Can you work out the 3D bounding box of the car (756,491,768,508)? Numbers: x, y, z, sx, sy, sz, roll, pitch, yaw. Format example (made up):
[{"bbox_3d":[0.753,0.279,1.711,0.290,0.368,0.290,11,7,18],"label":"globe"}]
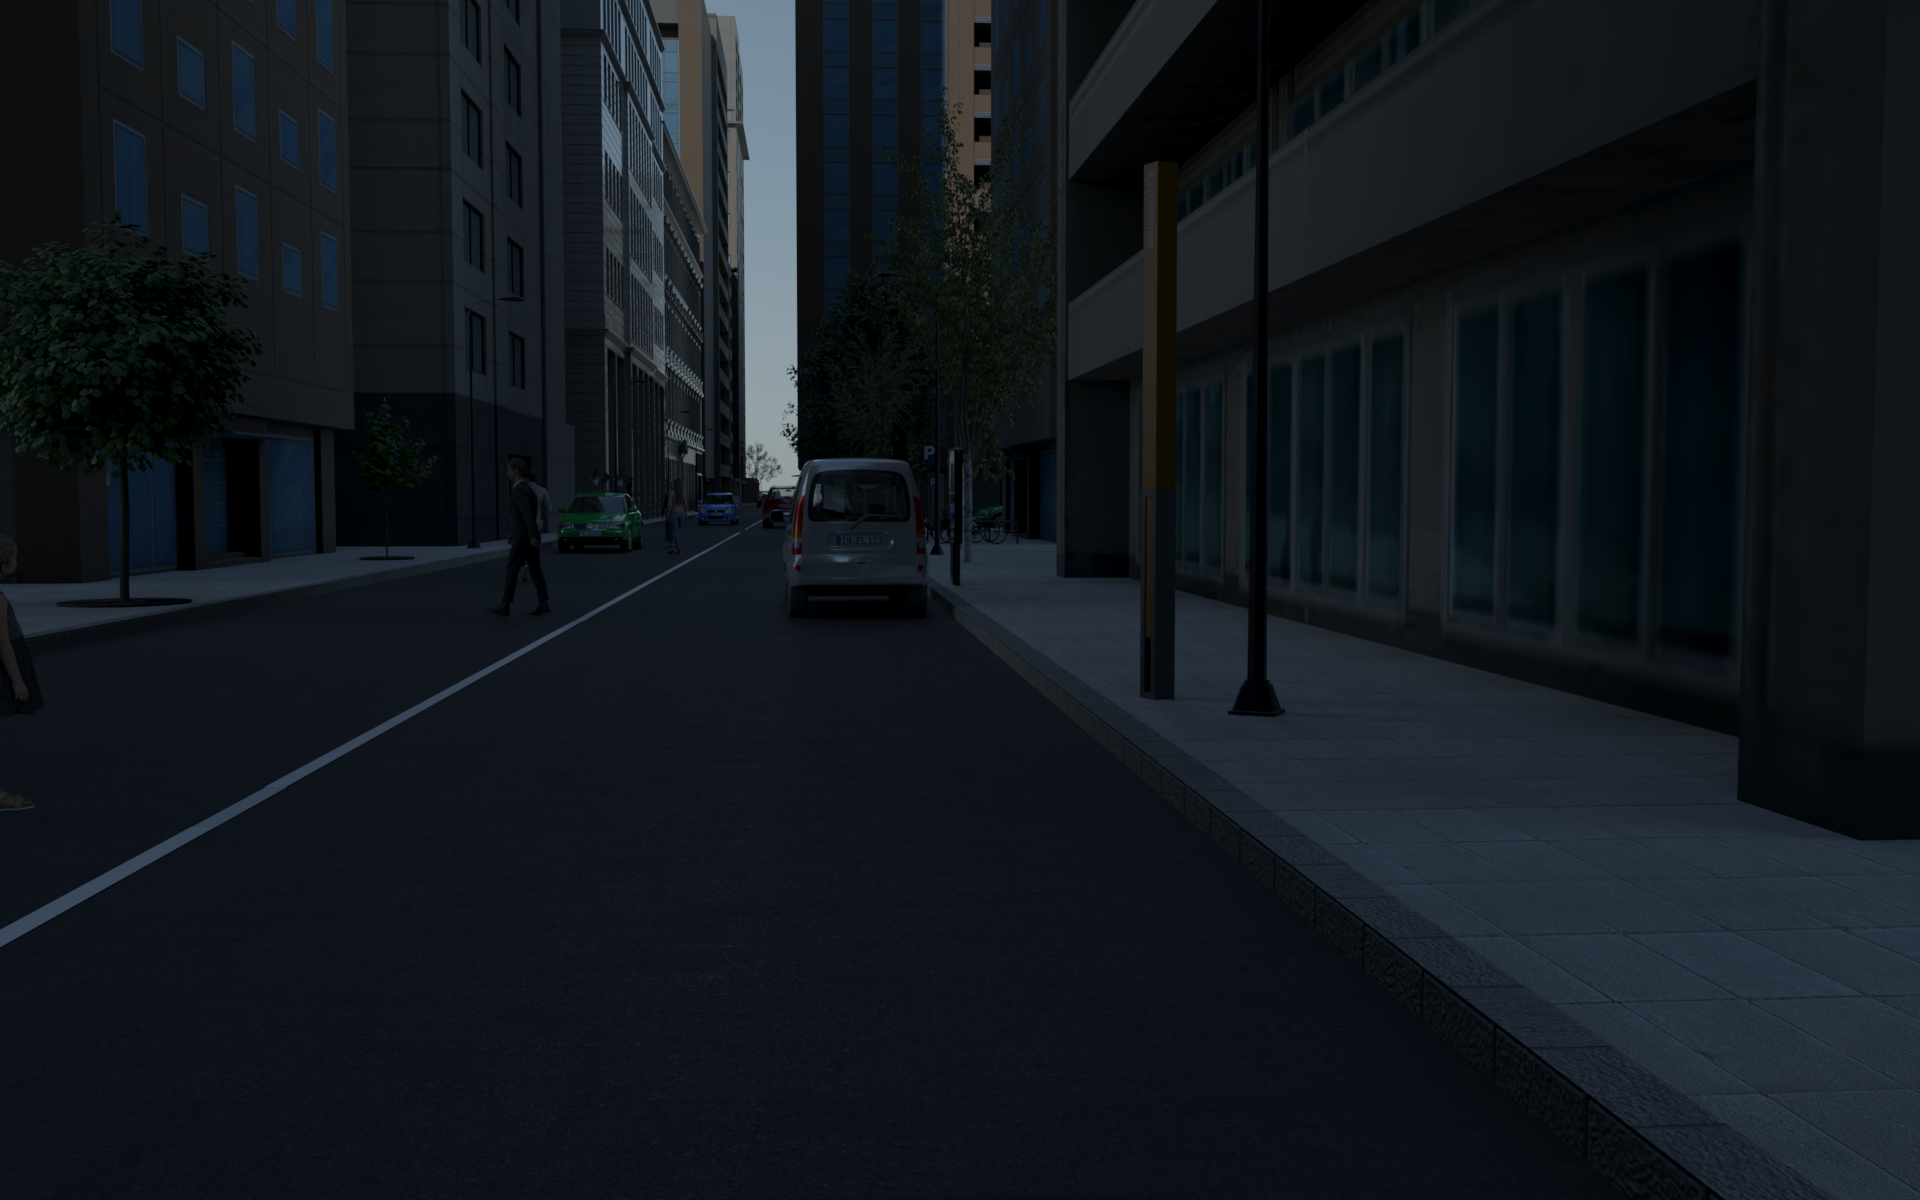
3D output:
[{"bbox_3d":[-20.690,-10.809,185.394,2.281,1.827,5.304,0,4,-4],"label":"car"}]

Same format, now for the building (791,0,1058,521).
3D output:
[{"bbox_3d":[-2.464,-27.488,99.537,14.600,45.320,14.200,0,4,-5],"label":"building"}]

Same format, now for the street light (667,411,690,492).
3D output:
[{"bbox_3d":[-15.784,-7.606,96.906,1.470,5.913,1.316,0,4,-5],"label":"street light"}]

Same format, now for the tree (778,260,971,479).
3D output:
[{"bbox_3d":[-4.112,-10.262,84.795,9.611,12.733,9.660,0,3,0],"label":"tree"}]

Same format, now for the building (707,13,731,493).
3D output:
[{"bbox_3d":[-33.724,-33.326,168.579,21.300,48.544,21.600,0,4,-5],"label":"building"}]

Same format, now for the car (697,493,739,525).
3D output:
[{"bbox_3d":[-11.274,-4.368,81.013,1.945,1.707,3.694,0,4,-3],"label":"car"}]

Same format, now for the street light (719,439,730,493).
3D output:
[{"bbox_3d":[-20.217,-10.644,146.569,1.470,5.913,1.316,0,4,-5],"label":"street light"}]

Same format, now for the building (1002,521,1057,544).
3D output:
[{"bbox_3d":[8.499,-24.436,49.636,14.600,45.320,14.200,0,4,-5],"label":"building"}]

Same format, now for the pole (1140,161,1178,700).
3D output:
[{"bbox_3d":[1.240,-1.036,10.788,0.158,3.312,0.155,0,3,0],"label":"pole"}]

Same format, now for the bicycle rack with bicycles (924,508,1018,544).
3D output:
[{"bbox_3d":[0.112,-1.914,44.670,2.925,0.926,2.852,-1,4,-21],"label":"bicycle rack with bicycles"}]

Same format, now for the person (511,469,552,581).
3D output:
[{"bbox_3d":[-7.080,-1.241,28.637,0.661,1.843,0.795,-1,4,-17],"label":"person"}]

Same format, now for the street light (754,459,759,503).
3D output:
[{"bbox_3d":[-27.370,-15.725,229.642,1.470,5.913,1.316,0,4,-5],"label":"street light"}]

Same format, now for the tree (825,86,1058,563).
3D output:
[{"bbox_3d":[0.394,-5.002,32.152,4.737,8.622,4.395,0,3,0],"label":"tree"}]

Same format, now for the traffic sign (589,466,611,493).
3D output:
[{"bbox_3d":[-12.996,-3.601,62.517,0.795,2.450,0.064,0,4,-5],"label":"traffic sign"}]

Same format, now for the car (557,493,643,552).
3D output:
[{"bbox_3d":[-9.106,-2.152,43.986,1.959,1.807,4.718,0,4,-5],"label":"car"}]

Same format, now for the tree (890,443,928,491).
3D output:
[{"bbox_3d":[-1.842,-3.936,58.955,1.663,3.219,1.824,0,3,0],"label":"tree"}]

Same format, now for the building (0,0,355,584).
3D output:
[{"bbox_3d":[-19.687,-23.206,29.533,14.600,45.320,14.200,0,4,-5],"label":"building"}]

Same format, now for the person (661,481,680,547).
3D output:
[{"bbox_3d":[-7.792,-2.324,46.912,0.576,1.772,0.534,-1,4,-19],"label":"person"}]

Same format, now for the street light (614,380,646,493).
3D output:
[{"bbox_3d":[-13.437,-5.980,70.312,1.470,5.913,1.316,0,4,-5],"label":"street light"}]

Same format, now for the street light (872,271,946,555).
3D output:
[{"bbox_3d":[-1.022,-3.903,36.351,1.470,5.913,1.316,0,4,-5],"label":"street light"}]

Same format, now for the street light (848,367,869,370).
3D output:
[{"bbox_3d":[-3.396,-5.550,63.277,1.470,5.913,1.316,0,4,-5],"label":"street light"}]

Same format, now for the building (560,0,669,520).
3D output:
[{"bbox_3d":[-20.970,-18.723,83.619,11.434,29.767,29.804,0,4,-5],"label":"building"}]

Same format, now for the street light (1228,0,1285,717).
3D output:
[{"bbox_3d":[1.196,-2.286,9.917,1.470,5.913,1.316,0,4,-5],"label":"street light"}]

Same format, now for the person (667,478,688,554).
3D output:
[{"bbox_3d":[-6.742,-2.013,41.415,0.555,1.821,0.388,-3,5,-43],"label":"person"}]

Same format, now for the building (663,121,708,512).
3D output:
[{"bbox_3d":[-27.172,-21.021,120.116,17.030,29.872,44.131,0,4,-5],"label":"building"}]

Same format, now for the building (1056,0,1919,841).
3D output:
[{"bbox_3d":[13.035,-24.011,16.284,21.300,48.544,21.600,0,4,-5],"label":"building"}]

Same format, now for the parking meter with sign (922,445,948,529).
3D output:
[{"bbox_3d":[-0.840,-4.046,62.407,0.543,3.016,1.738,1,4,16],"label":"parking meter with sign"}]

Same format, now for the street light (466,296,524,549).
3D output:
[{"bbox_3d":[-10.939,-4.172,40.748,1.470,5.913,1.316,0,4,-5],"label":"street light"}]

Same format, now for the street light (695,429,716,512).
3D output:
[{"bbox_3d":[-18.226,-9.221,123.297,1.470,5.913,1.316,0,4,-5],"label":"street light"}]

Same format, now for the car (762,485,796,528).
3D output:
[{"bbox_3d":[-7.382,-4.022,74.435,2.281,1.827,5.304,0,4,-3],"label":"car"}]

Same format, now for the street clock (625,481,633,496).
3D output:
[{"bbox_3d":[-13.680,-4.099,71.582,0.358,2.002,0.471,0,4,-1],"label":"street clock"}]

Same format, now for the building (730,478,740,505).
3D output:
[{"bbox_3d":[-40.964,-30.558,191.498,32.217,40.220,23.993,0,4,-5],"label":"building"}]

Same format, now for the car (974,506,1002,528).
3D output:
[{"bbox_3d":[2.902,-3.703,69.334,4.718,1.807,1.959,0,4,-6],"label":"car"}]

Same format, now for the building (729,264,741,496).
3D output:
[{"bbox_3d":[-34.171,-26.897,211.469,14.160,30.474,14.107,0,4,-5],"label":"building"}]

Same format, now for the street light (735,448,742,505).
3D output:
[{"bbox_3d":[-22.449,-12.259,172.979,1.470,5.913,1.316,0,4,-5],"label":"street light"}]

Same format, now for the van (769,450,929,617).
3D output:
[{"bbox_3d":[-1.370,-0.898,21.687,2.013,2.044,4.112,0,4,-7],"label":"van"}]

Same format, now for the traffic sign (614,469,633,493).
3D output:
[{"bbox_3d":[-13.687,-4.087,70.472,0.795,2.450,0.064,0,4,-5],"label":"traffic sign"}]

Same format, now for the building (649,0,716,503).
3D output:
[{"bbox_3d":[-28.909,-30.641,151.084,14.600,45.320,14.200,0,4,-5],"label":"building"}]

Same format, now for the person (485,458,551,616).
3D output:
[{"bbox_3d":[-5.218,-0.744,20.443,0.755,1.850,0.659,0,4,5],"label":"person"}]

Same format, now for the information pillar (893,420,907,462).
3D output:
[{"bbox_3d":[-1.909,-3.868,54.590,0.504,3.616,0.183,2,4,34],"label":"information pillar"}]

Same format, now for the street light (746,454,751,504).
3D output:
[{"bbox_3d":[-24.788,-13.876,199.406,1.470,5.913,1.316,0,4,-5],"label":"street light"}]

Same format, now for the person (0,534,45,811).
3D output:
[{"bbox_3d":[-4.386,0.321,7.915,0.373,1.253,0.362,-3,4,-37],"label":"person"}]

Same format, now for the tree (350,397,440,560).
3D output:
[{"bbox_3d":[-11.275,-2.394,33.742,1.663,3.219,1.824,0,3,0],"label":"tree"}]

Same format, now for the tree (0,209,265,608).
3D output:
[{"bbox_3d":[-9.801,-2.221,20.033,4.285,4.588,4.351,0,3,0],"label":"tree"}]

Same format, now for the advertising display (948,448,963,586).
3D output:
[{"bbox_3d":[-0.070,-1.181,24.516,0.123,1.923,0.974,0,4,-6],"label":"advertising display"}]

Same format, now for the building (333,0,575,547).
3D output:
[{"bbox_3d":[-23.301,-37.385,49.504,20.611,71.187,20.563,0,4,-5],"label":"building"}]

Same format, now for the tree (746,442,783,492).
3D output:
[{"bbox_3d":[-34.915,-22.484,302.017,8.767,10.594,7.601,0,4,-4],"label":"tree"}]

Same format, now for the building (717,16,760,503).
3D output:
[{"bbox_3d":[-41.656,-50.530,264.410,20.563,71.187,20.611,0,4,-5],"label":"building"}]

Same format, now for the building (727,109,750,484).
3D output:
[{"bbox_3d":[-43.835,-39.807,240.084,28.713,52.752,27.495,0,4,-5],"label":"building"}]
